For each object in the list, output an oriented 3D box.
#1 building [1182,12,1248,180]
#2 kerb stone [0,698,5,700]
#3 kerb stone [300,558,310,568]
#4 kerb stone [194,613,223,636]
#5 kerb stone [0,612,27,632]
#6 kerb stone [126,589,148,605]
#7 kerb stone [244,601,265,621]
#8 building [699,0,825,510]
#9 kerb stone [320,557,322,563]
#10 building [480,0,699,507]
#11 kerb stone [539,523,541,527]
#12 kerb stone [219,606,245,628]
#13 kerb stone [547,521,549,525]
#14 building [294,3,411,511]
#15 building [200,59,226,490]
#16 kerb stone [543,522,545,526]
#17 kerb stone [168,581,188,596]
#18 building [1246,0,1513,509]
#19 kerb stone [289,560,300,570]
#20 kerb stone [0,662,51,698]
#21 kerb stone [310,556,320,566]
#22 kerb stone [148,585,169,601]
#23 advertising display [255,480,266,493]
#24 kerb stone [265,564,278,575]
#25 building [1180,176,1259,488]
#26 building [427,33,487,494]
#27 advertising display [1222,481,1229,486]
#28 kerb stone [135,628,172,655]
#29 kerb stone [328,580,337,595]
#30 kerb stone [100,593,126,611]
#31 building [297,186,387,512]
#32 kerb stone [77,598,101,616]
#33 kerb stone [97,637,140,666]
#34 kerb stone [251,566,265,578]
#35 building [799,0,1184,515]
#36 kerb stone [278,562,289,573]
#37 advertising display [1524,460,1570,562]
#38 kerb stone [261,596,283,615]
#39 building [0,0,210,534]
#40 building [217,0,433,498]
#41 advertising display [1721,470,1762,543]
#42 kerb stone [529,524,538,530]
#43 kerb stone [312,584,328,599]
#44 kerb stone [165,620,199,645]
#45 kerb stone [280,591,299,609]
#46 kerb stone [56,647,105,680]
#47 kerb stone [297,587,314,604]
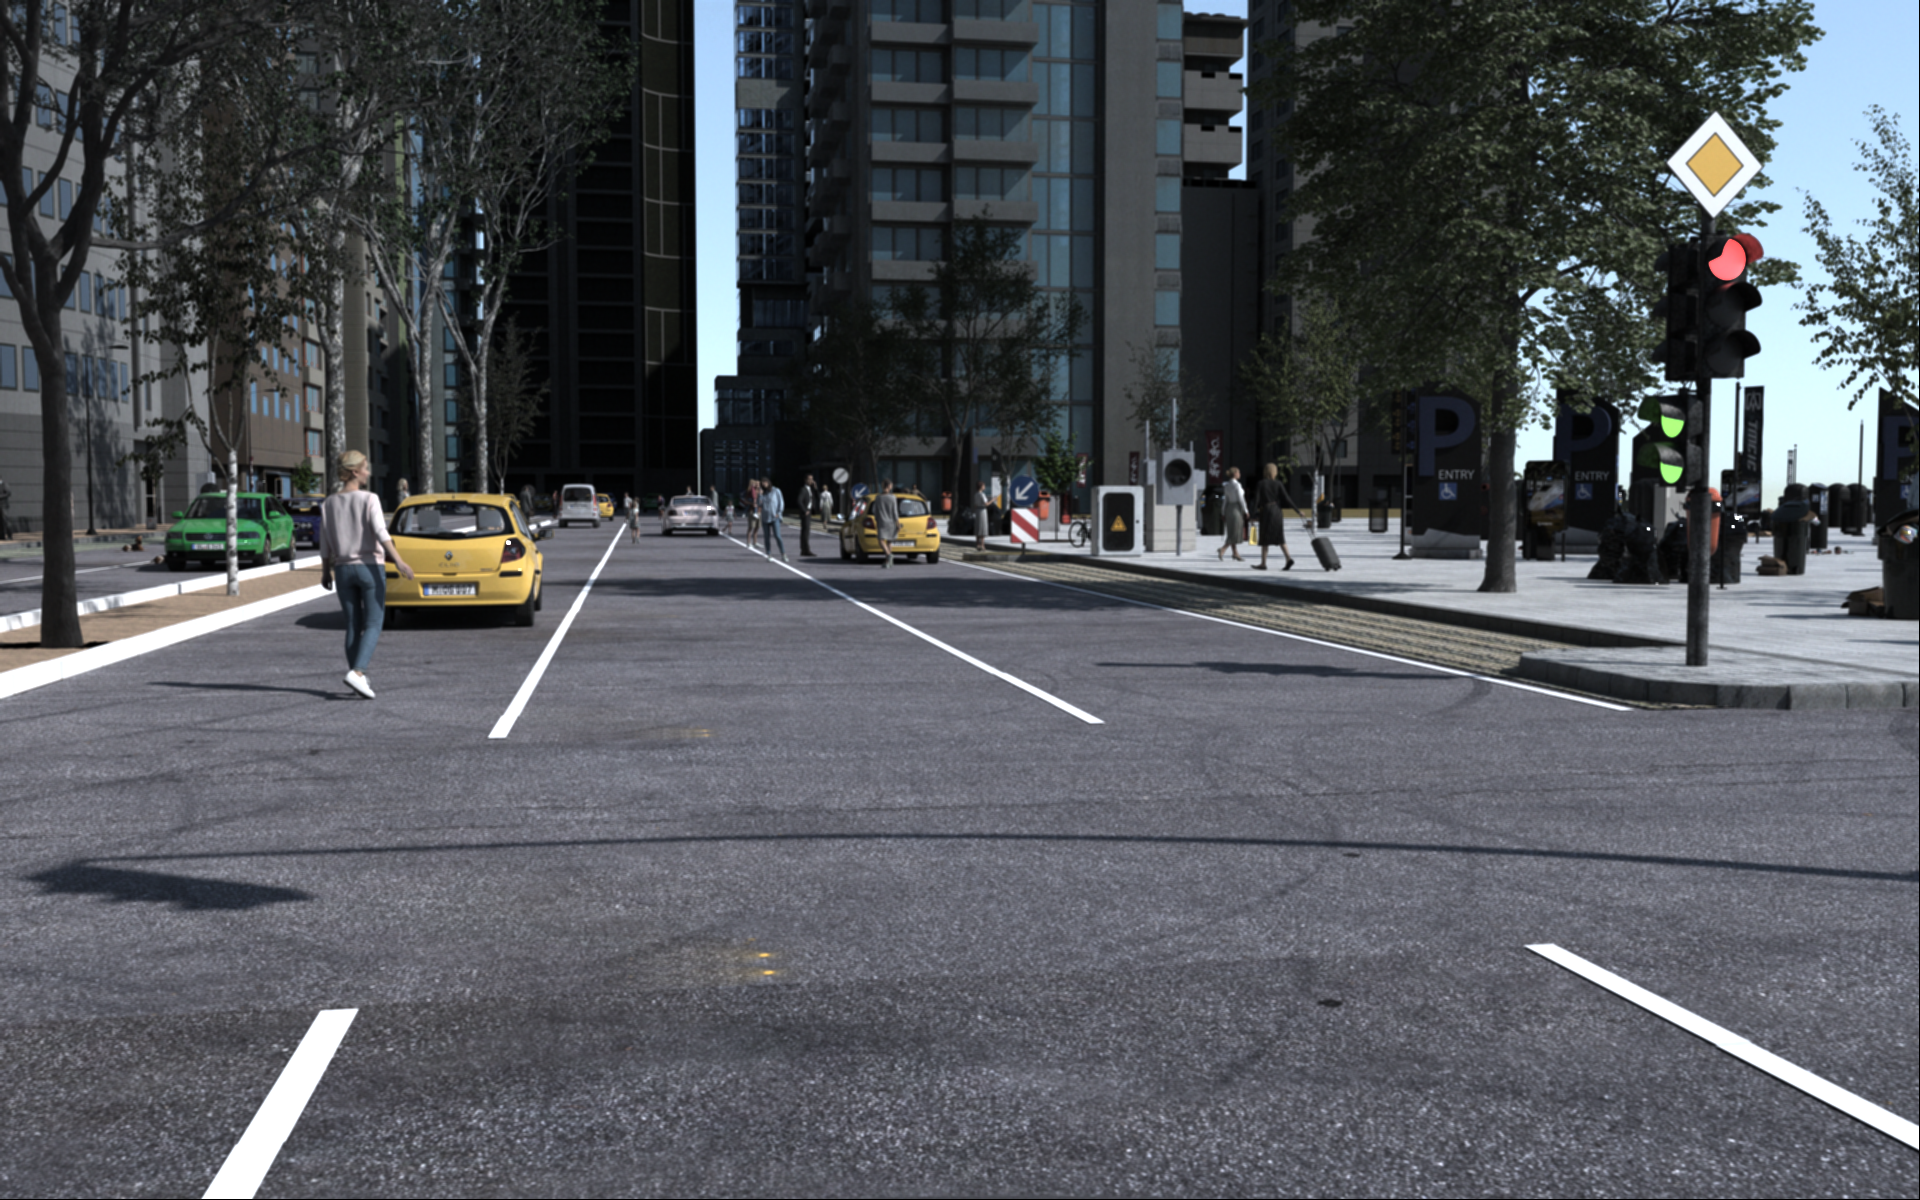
[{"bbox_3d":[16.244,-36.804,190.990,27.495,52.752,28.713,-1,4,-10],"label":"building"},{"bbox_3d":[-6.691,0.636,11.795,0.120,0.150,1.000,-1,4,-10],"label":"kerb stone"},{"bbox_3d":[-12.826,-0.697,33.613,0.120,0.150,1.000,-1,4,-10],"label":"kerb stone"},{"bbox_3d":[-7.798,0.266,17.840,0.120,0.150,1.000,-1,4,-10],"label":"kerb stone"},{"bbox_3d":[-10.049,0.231,18.476,0.120,0.150,1.000,-1,4,-10],"label":"kerb stone"},{"bbox_3d":[-10.788,-0.016,22.507,0.120,0.150,1.000,-1,4,-10],"label":"kerb stone"},{"bbox_3d":[-8.166,0.144,19.859,0.120,0.150,1.000,-1,4,-10],"label":"kerb stone"},{"bbox_3d":[-11.848,-53.109,181.004,31.000,86.520,22.319,-1,4,-10],"label":"building"},{"bbox_3d":[-13.193,-0.820,35.627,0.120,0.150,1.000,-1,4,-10],"label":"kerb stone"},{"bbox_3d":[-37.349,-45.151,176.467,20.611,71.187,20.563,-1,4,-10],"label":"building"},{"bbox_3d":[-17.960,-3.128,73.343,0.120,0.150,1.000,-1,4,-10],"label":"kerb stone"},{"bbox_3d":[-7.985,0.204,18.853,0.120,0.150,1.000,-1,4,-10],"label":"kerb stone"},{"bbox_3d":[-19.067,-3.498,79.391,0.120,0.150,1.000,-1,4,-10],"label":"kerb stone"},{"bbox_3d":[-49.827,-27.311,130.129,14.154,41.232,14.086,-1,4,-10],"label":"building"},{"bbox_3d":[-42.089,-26.735,87.222,14.600,45.320,14.200,-1,4,-10],"label":"building"},{"bbox_3d":[-18.513,-3.311,76.364,0.120,0.150,1.000,-1,4,-10],"label":"kerb stone"},{"bbox_3d":[-11.157,-0.142,24.518,0.120,0.150,1.000,-1,4,-10],"label":"kerb stone"},{"bbox_3d":[36.751,-44.104,159.354,20.611,71.187,20.563,-1,4,-10],"label":"building"},{"bbox_3d":[-12.631,-0.636,32.601,0.120,0.150,1.000,-1,4,-10],"label":"kerb stone"},{"bbox_3d":[-6.880,0.574,12.806,0.120,0.150,1.000,-1,4,-10],"label":"kerb stone"},{"bbox_3d":[-13.006,-0.760,34.620,0.120,0.150,1.000,-1,4,-10],"label":"kerb stone"},{"bbox_3d":[-10.971,-0.075,23.513,0.120,0.150,1.000,-1,4,-10],"label":"kerb stone"},{"bbox_3d":[-32.758,-4.644,81.149,0.123,1.923,0.974,-3,5,-41],"label":"advertising display"},{"bbox_3d":[-12.261,-0.512,30.571,0.120,0.150,1.000,-1,4,-10],"label":"kerb stone"},{"bbox_3d":[18.636,-23.791,160.689,14.107,30.474,14.160,-1,4,-10],"label":"building"},{"bbox_3d":[-62.713,-33.902,173.909,30.456,49.044,23.786,-1,4,-10],"label":"building"},{"bbox_3d":[13.062,-4.928,85.783,0.974,1.923,0.123,0,4,6],"label":"advertising display"},{"bbox_3d":[-7.429,0.394,15.829,0.120,0.150,1.000,-1,4,-10],"label":"kerb stone"},{"bbox_3d":[-9.093,-0.165,24.899,0.120,0.150,1.000,-1,4,-10],"label":"kerb stone"},{"bbox_3d":[-10.602,0.042,21.502,0.120,0.150,1.000,-1,4,-10],"label":"kerb stone"},{"bbox_3d":[-52.478,-16.089,108.093,27.650,21.520,28.899,-1,4,-10],"label":"building"},{"bbox_3d":[-10.420,0.104,20.491,0.120,0.150,1.000,-1,4,-10],"label":"kerb stone"},{"bbox_3d":[-7.245,0.451,14.823,0.120,0.150,1.000,-1,4,-10],"label":"kerb stone"},{"bbox_3d":[-12.082,-0.450,29.556,0.120,0.150,1.000,-1,4,-10],"label":"kerb stone"},{"bbox_3d":[1.598,-30.443,117.354,23.786,49.044,30.456,-1,4,-10],"label":"building"},{"bbox_3d":[-12.448,-0.575,31.589,0.120,0.150,1.000,-1,4,-10],"label":"kerb stone"},{"bbox_3d":[11.260,-1.714,33.243,0.123,1.923,0.974,-2,4,-30],"label":"advertising display"},{"bbox_3d":[-8.355,0.081,20.864,0.120,0.150,1.000,-1,4,-10],"label":"kerb stone"},{"bbox_3d":[-41.699,-31.748,61.080,21.231,58.520,28.212,-1,4,-10],"label":"building"},{"bbox_3d":[-53.222,-30.379,146.813,14.200,45.320,14.600,-1,4,-10],"label":"building"},{"bbox_3d":[20.456,-2.456,45.376,0.974,1.923,0.123,2,4,31],"label":"advertising display"},{"bbox_3d":[-17.590,-3.005,71.330,0.120,0.150,1.000,-1,4,-10],"label":"kerb stone"},{"bbox_3d":[-8.911,-0.100,23.893,0.120,0.150,1.000,-1,4,-10],"label":"kerb stone"},{"bbox_3d":[-7.616,0.328,16.834,0.120,0.150,1.000,-1,4,-10],"label":"kerb stone"},{"bbox_3d":[-8.546,0.023,21.878,0.120,0.150,1.000,-1,4,-10],"label":"kerb stone"},{"bbox_3d":[-7.061,0.517,13.818,0.120,0.150,1.000,-1,4,-10],"label":"kerb stone"},{"bbox_3d":[-8.725,-0.042,22.888,0.120,0.150,1.000,-1,4,-10],"label":"kerb stone"}]
